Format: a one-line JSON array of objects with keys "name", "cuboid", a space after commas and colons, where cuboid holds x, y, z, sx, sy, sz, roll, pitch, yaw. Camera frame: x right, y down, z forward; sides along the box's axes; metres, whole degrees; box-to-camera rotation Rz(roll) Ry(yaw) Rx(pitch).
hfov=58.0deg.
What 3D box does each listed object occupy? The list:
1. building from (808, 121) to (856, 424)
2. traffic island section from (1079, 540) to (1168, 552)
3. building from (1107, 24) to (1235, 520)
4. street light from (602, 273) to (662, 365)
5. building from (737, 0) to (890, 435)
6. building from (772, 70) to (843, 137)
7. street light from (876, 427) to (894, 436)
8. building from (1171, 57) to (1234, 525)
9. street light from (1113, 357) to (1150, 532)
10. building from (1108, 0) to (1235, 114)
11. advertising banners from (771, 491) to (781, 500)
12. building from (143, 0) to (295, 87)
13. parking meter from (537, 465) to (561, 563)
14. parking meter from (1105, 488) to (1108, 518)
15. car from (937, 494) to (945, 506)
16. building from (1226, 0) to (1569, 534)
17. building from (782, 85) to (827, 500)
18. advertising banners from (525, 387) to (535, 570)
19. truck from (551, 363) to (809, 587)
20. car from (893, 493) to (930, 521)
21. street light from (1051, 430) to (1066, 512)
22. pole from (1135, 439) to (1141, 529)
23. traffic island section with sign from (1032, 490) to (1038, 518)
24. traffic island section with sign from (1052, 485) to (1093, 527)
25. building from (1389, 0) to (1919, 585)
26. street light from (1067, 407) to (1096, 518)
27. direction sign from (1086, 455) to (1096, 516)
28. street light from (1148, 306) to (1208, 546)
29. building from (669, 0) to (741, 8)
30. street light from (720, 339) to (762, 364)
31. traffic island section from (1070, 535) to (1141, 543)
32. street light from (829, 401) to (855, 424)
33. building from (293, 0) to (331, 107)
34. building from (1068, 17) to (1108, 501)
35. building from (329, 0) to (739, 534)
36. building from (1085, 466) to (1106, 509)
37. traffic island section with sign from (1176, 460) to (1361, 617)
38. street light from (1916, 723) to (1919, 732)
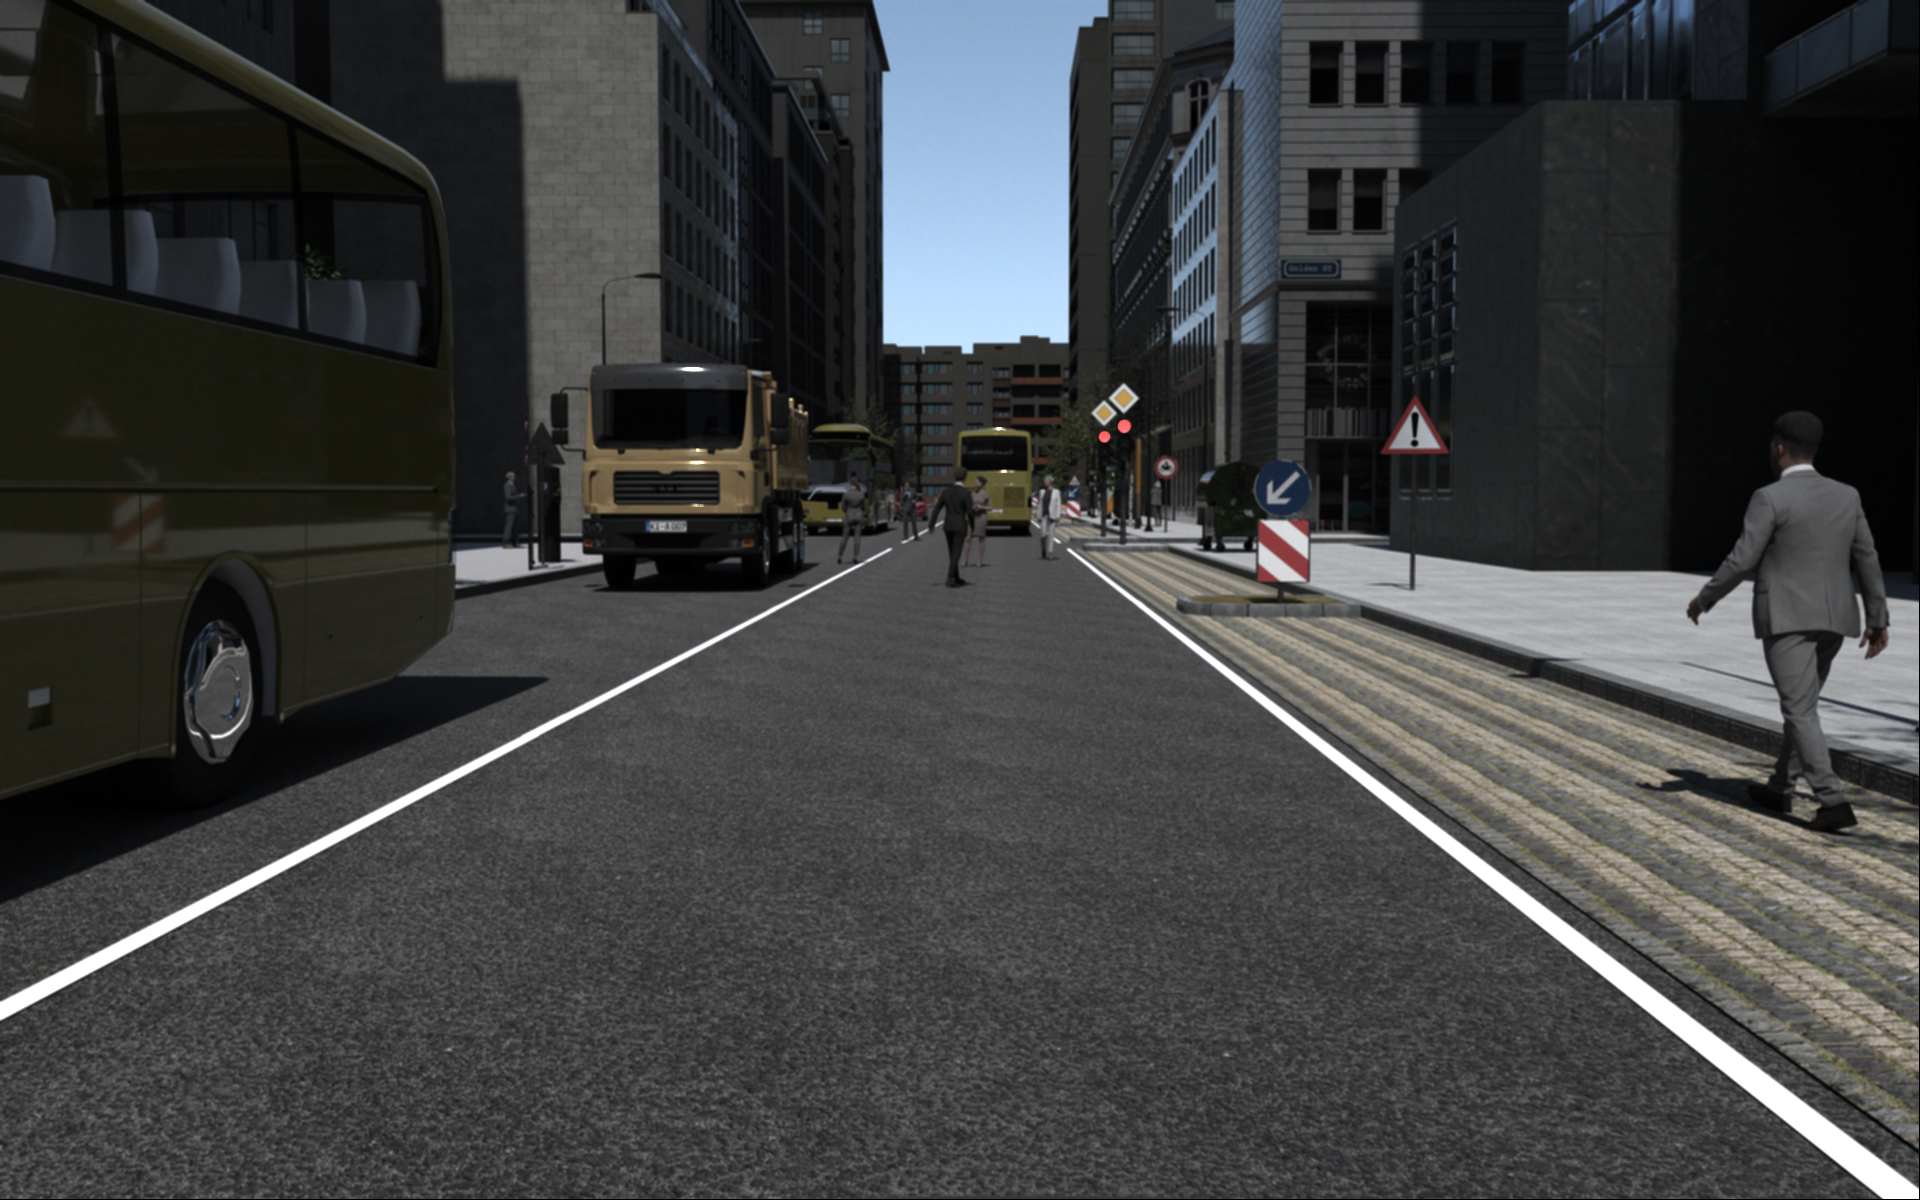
[{"name": "building", "cuboid": [-15.693, -22.183, 134.396, 14.160, 30.474, 14.107, 0, 4, 1]}, {"name": "traffic island section", "cuboid": [4.149, -1.322, 43.888, 2.009, 0.180, 2.903, 0, 4, 1]}, {"name": "building", "cuboid": [18.748, -20.050, 104.232, 17.030, 29.872, 44.131, 0, 4, 1]}, {"name": "street light", "cuboid": [-6.944, -3.910, 36.473, 1.470, 5.913, 1.316, 0, 4, 1]}, {"name": "building", "cuboid": [-22.081, -36.497, 185.960, 27.495, 52.752, 28.713, 0, 4, 1]}, {"name": "building", "cuboid": [-23.621, -28.220, 153.284, 32.217, 40.220, 23.993, 0, 4, 1]}, {"name": "street light", "cuboid": [-5.245, -9.028, 120.155, 1.470, 5.913, 1.316, 0, 4, 1]}, {"name": "building", "cuboid": [15.092, -13.394, 73.748, 10.420, 20.320, 16.860, 0, 4, 1]}, {"name": "street light", "cuboid": [5.908, -5.289, 59.014, 1.470, 5.913, 1.316, 0, 4, 1]}, {"name": "building", "cuboid": [18.420, -27.636, 135.446, 14.154, 41.232, 14.086, 0, 4, 1]}, {"name": "advertising banners", "cuboid": [-7.232, -4.139, 63.864, 0.090, 3.025, 2.074, 2, 4, 29]}, {"name": "building", "cuboid": [-21.507, -21.385, 33.245, 14.086, 41.232, 14.154, 0, 4, 1]}, {"name": "parking meter", "cuboid": [-7.709, -1.639, 32.506, 0.399, 1.863, 0.255, 2, 4, 28]}, {"name": "parking meter", "cuboid": [7.831, -5.348, 93.155, 0.399, 1.863, 0.255, -3, 5, -41]}, {"name": "car", "cuboid": [-1.630, -10.696, 185.104, 2.015, 1.641, 3.980, 0, 4, 1]}, {"name": "building", "cuboid": [24.782, -17.194, 58.609, 29.804, 29.767, 11.434, 0, 4, 1]}, {"name": "building", "cuboid": [-16.443, -19.244, 108.148, 14.314, 27.812, 24.014, 0, 4, 1]}, {"name": "advertising banners", "cuboid": [-7.297, -2.028, 29.347, 0.090, 3.025, 2.074, -1, 4, -12]}, {"name": "truck", "cuboid": [-4.215, -2.015, 28.866, 3.469, 3.379, 9.791, 0, 3, 0]}, {"name": "car", "cuboid": [-2.653, -5.174, 93.632, 2.155, 1.783, 4.494, 0, 4, 1]}, {"name": "street light", "cuboid": [7.325, -9.411, 126.405, 1.470, 5.913, 1.316, 0, 4, 1]}, {"name": "pole", "cuboid": [6.559, -4.282, 63.853, 0.158, 3.312, 0.155, 0, 3, 0]}, {"name": "traffic island section with sign", "cuboid": [5.410, -5.797, 103.414, 1.989, 1.847, 2.006, 0, 4, 1]}, {"name": "traffic island section with sign", "cuboid": [4.851, -4.149, 76.465, 1.989, 1.847, 2.006, 0, 4, 1]}, {"name": "building", "cuboid": [20.562, -43.317, 20.906, 22.319, 86.520, 31.000, 0, 4, 1]}, {"name": "street light", "cuboid": [6.621, -7.351, 92.722, 1.470, 5.913, 1.316, 0, 4, 1]}, {"name": "direction sign", "cuboid": [7.611, -6.645, 100.644, 0.379, 3.537, 0.876, -2, 4, -31]}, {"name": "street light", "cuboid": [5.556, -4.310, 43.010, 1.470, 5.913, 1.316, 0, 4, 1]}, {"name": "building", "cuboid": [-17.379, -17.754, 83.777, 14.314, 27.812, 24.014, 0, 4, 1]}, {"name": "street light", "cuboid": [-6.628, -4.863, 52.050, 1.470, 5.913, 1.316, 0, 4, 1]}, {"name": "traffic island section", "cuboid": [4.318, -1.810, 51.872, 2.009, 0.180, 2.903, 0, 4, 1]}, {"name": "street light", "cuboid": [-5.917, -6.953, 86.228, 1.470, 5.913, 1.316, 0, 4, 1]}, {"name": "building", "cuboid": [-33.572, -16.060, 59.847, 25.104, 27.353, 12.463, 0, 4, 1]}, {"name": "building", "cuboid": [22.039, -33.646, 173.813, 21.300, 48.544, 21.600, 0, 4, 1]}, {"name": "building", "cuboid": [-14.533, -12.760, 63.371, 10.420, 20.320, 16.860, 0, 4, 1]}, {"name": "building", "cuboid": [21.934, -43.658, 152.053, 20.563, 71.187, 20.611, 0, 4, 1]}, {"name": "traffic island section with sign", "cuboid": [3.663, -0.752, 20.927, 1.989, 1.847, 2.006, 0, 4, 1]}, {"name": "street light", "cuboid": [4.799, -2.243, 9.210, 1.470, 5.913, 1.316, 0, 4, 1]}]
